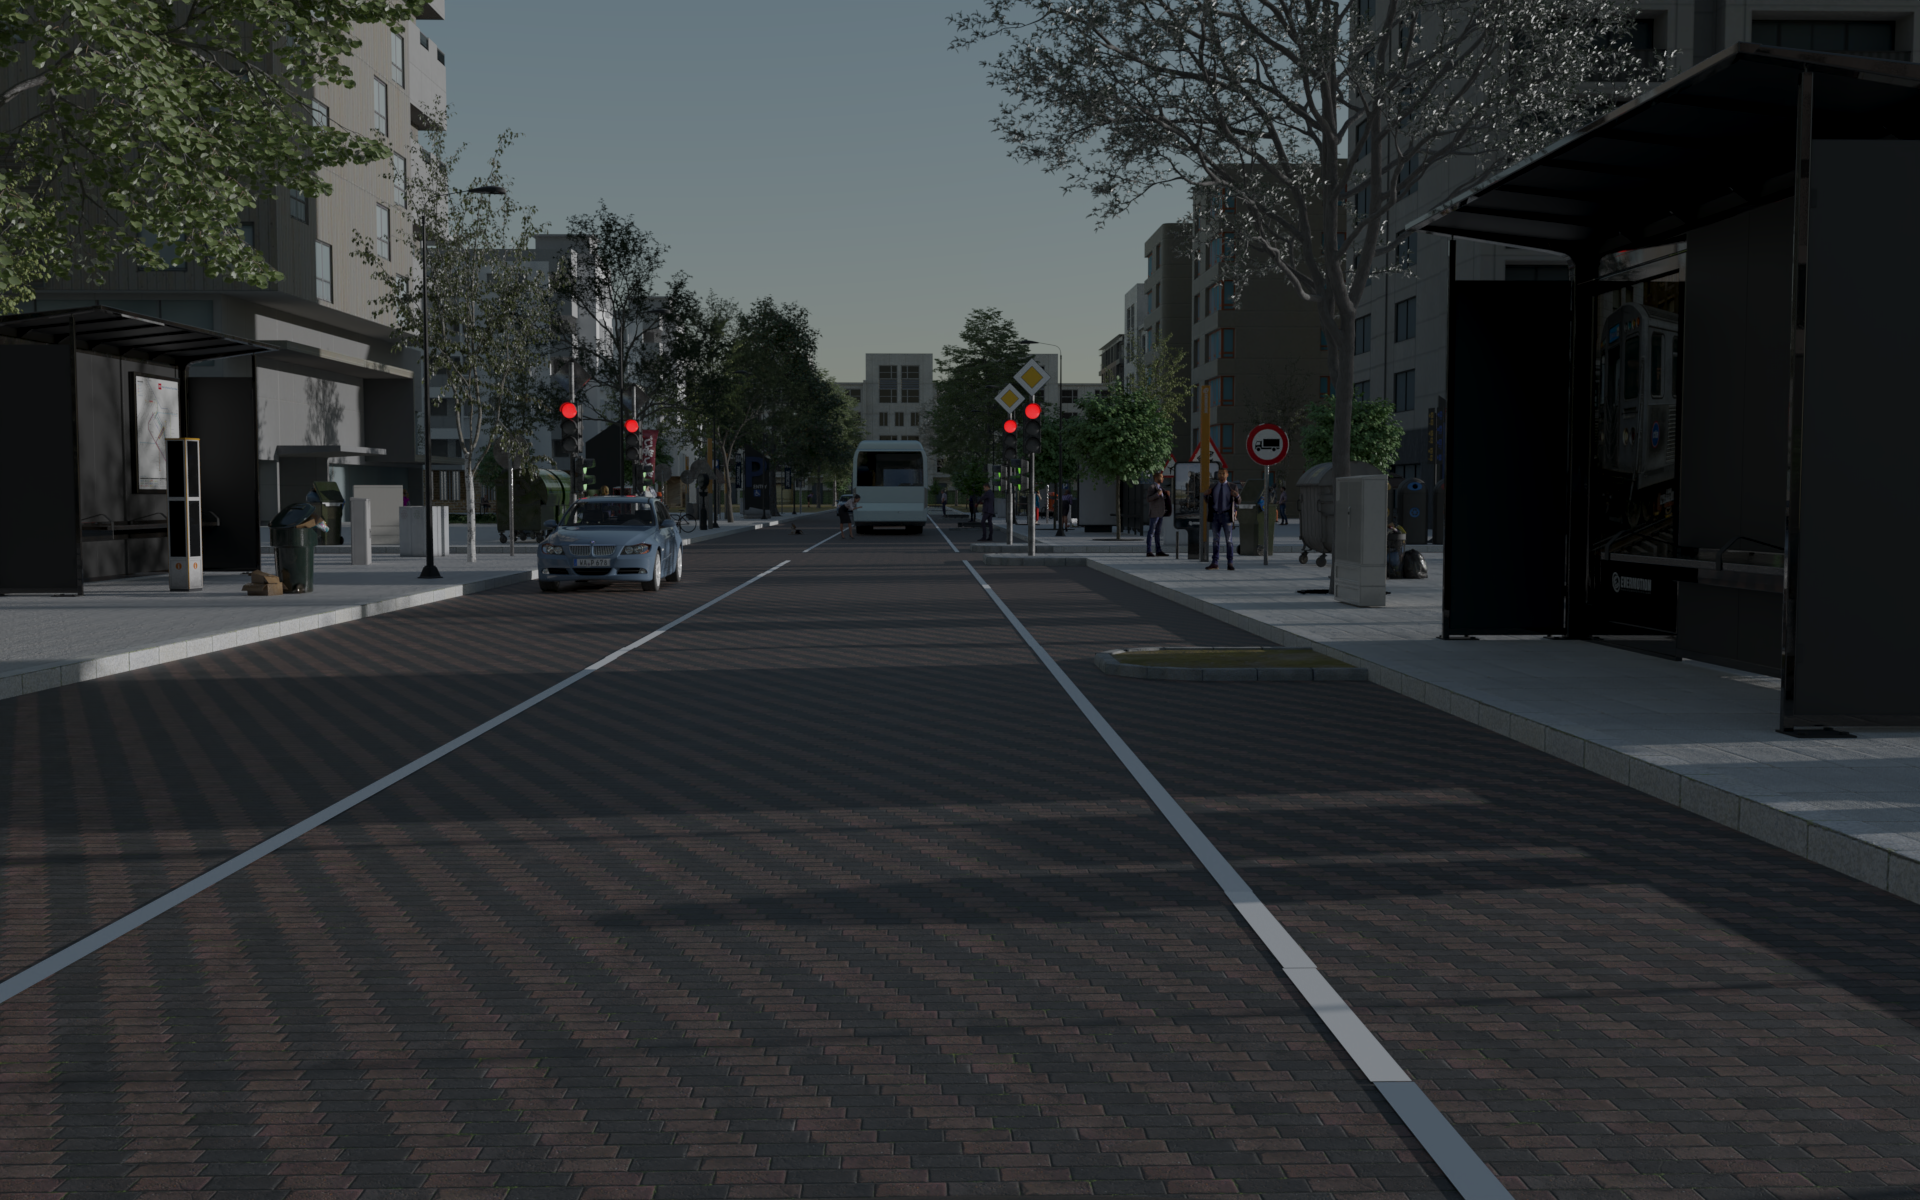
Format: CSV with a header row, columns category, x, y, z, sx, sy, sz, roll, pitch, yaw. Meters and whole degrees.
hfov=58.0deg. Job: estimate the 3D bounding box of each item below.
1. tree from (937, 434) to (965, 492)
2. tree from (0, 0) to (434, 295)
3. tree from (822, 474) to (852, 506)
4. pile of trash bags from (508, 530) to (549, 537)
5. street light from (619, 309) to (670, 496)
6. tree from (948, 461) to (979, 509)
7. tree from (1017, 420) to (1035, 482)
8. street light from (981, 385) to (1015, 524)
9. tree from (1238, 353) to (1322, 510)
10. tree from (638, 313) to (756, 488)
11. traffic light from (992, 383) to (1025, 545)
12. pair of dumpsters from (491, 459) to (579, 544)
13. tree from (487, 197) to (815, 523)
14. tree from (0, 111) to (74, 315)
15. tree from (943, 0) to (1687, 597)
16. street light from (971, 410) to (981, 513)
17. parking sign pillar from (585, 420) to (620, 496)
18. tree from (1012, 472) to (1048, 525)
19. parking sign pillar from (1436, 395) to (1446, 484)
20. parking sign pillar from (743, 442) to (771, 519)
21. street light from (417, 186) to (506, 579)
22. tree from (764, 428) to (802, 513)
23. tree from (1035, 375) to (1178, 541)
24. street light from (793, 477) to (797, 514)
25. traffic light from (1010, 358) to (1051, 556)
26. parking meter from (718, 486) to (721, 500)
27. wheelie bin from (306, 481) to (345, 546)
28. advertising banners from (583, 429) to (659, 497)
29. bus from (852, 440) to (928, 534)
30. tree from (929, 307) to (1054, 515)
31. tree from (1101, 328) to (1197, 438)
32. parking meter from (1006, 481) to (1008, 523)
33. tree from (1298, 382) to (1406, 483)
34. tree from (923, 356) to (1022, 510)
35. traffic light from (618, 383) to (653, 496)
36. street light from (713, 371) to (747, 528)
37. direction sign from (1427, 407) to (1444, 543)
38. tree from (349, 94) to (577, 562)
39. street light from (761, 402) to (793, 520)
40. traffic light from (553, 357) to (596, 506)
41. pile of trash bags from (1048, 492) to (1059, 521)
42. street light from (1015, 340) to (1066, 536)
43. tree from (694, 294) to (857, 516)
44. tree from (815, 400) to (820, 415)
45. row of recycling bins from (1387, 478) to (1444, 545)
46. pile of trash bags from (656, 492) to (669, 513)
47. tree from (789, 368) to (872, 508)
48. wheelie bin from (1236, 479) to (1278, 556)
category,x,y,z,sx,sy,sz,roll,pitch,yaw
tree,-0.420,-14.845,193.079,4.360,8.622,3.978,0,3,0
tree,-8.034,-5.830,13.454,7.486,12.596,7.792,0,3,0
tree,-13.399,-12.617,189.993,4.285,4.588,4.351,0,3,0
pile of trash bags,-12.594,-2.657,53.188,1.912,1.369,3.447,0,4,1
street light,-7.962,-4.343,43.548,1.470,5.913,1.316,0,4,-2
tree,0.512,-9.909,145.723,4.285,4.588,4.351,0,3,0
tree,3.397,-4.780,61.870,4.285,4.588,4.351,0,3,0
street light,1.776,-6.210,74.079,1.470,5.913,1.316,0,4,-2
tree,16.424,-8.469,88.836,4.360,8.622,3.978,0,3,0
tree,-10.267,-7.289,69.535,4.737,8.622,4.395,0,3,0
traffic light,1.237,-3.362,43.888,0.839,4.253,0.868,0,4,-2
pair of dumpsters,-11.496,-2.716,46.895,1.574,2.255,4.437,0,4,-1
tree,-10.340,-7.357,54.707,7.601,10.594,8.767,2,4,30
tree,-15.805,-4.638,26.187,4.737,8.622,4.395,0,3,0
tree,4.845,-6.824,21.936,12.009,13.543,11.850,0,3,0
street light,1.307,-7.536,95.752,1.470,5.913,1.316,0,4,-2
parking sign pillar,-12.568,-4.448,61.196,1.447,3.967,1.447,-1,4,-13
tree,2.688,-4.696,71.381,1.663,3.219,1.824,0,3,0
parking sign pillar,13.687,-3.591,47.189,1.447,3.967,1.447,0,4,4
parking sign pillar,-10.569,-6.223,90.225,1.447,3.967,1.447,0,4,-4
street light,-7.534,-3.284,26.231,1.470,5.913,1.316,0,4,-2
tree,-11.223,-10.348,119.544,4.360,8.622,3.978,0,3,0
tree,4.380,-3.929,47.953,4.285,4.588,4.351,0,3,0
street light,-9.902,-8.346,108.996,1.470,5.913,1.316,0,4,-2
traffic light,1.467,-2.874,35.906,0.839,4.253,0.868,0,4,-2
parking meter,-15.571,-6.483,111.707,0.255,1.863,0.399,-1,4,-9
wheelie bin,-15.910,-2.168,43.358,0.693,1.594,0.980,3,4,37
advertising banners,-9.122,-3.080,46.551,2.074,3.025,0.090,-1,4,-18
bus,-2.723,-4.350,65.985,2.948,3.499,13.247,0,4,-3
tree,1.946,-11.449,105.326,7.486,12.596,7.792,0,3,0
tree,8.275,-7.688,76.067,4.737,8.622,4.395,0,3,0
parking meter,2.202,-4.407,77.770,0.255,1.863,0.399,0,4,-7
tree,11.371,-4.088,50.558,4.285,4.588,4.351,0,3,0
tree,1.248,-12.419,128.809,9.928,11.665,9.643,0,3,0
traffic light,-8.180,-3.344,43.602,0.839,4.253,0.868,0,4,-2
street light,-8.699,-5.668,65.214,1.470,5.913,1.316,0,4,-2
direction sign,12.440,-3.265,45.373,0.379,3.537,0.876,-1,4,-9
tree,-9.171,-5.010,32.270,4.360,8.622,3.978,0,3,0
street light,-9.349,-7.020,87.325,1.470,5.913,1.316,0,4,-2
traffic light,-7.950,-2.856,35.620,0.839,4.253,0.868,0,4,-2
pile of trash bags,5.244,-4.509,83.479,1.912,1.369,3.447,-2,4,-33
street light,2.506,-4.885,52.413,1.470,5.913,1.316,0,4,-2
tree,-10.672,-11.156,99.407,9.611,12.733,9.660,0,3,0
tree,-10.449,-8.776,77.898,8.767,10.594,7.601,-2,4,-26
row of recycling bins,11.929,-2.257,44.016,3.534,1.692,1.069,0,4,7
pile of trash bags,-13.690,-4.107,76.904,1.912,1.369,3.447,0,4,1
tree,-12.374,-14.535,155.770,7.486,12.596,7.792,0,3,0
wheelie bin,6.189,-1.728,36.167,0.693,1.594,0.980,-2,4,-33
